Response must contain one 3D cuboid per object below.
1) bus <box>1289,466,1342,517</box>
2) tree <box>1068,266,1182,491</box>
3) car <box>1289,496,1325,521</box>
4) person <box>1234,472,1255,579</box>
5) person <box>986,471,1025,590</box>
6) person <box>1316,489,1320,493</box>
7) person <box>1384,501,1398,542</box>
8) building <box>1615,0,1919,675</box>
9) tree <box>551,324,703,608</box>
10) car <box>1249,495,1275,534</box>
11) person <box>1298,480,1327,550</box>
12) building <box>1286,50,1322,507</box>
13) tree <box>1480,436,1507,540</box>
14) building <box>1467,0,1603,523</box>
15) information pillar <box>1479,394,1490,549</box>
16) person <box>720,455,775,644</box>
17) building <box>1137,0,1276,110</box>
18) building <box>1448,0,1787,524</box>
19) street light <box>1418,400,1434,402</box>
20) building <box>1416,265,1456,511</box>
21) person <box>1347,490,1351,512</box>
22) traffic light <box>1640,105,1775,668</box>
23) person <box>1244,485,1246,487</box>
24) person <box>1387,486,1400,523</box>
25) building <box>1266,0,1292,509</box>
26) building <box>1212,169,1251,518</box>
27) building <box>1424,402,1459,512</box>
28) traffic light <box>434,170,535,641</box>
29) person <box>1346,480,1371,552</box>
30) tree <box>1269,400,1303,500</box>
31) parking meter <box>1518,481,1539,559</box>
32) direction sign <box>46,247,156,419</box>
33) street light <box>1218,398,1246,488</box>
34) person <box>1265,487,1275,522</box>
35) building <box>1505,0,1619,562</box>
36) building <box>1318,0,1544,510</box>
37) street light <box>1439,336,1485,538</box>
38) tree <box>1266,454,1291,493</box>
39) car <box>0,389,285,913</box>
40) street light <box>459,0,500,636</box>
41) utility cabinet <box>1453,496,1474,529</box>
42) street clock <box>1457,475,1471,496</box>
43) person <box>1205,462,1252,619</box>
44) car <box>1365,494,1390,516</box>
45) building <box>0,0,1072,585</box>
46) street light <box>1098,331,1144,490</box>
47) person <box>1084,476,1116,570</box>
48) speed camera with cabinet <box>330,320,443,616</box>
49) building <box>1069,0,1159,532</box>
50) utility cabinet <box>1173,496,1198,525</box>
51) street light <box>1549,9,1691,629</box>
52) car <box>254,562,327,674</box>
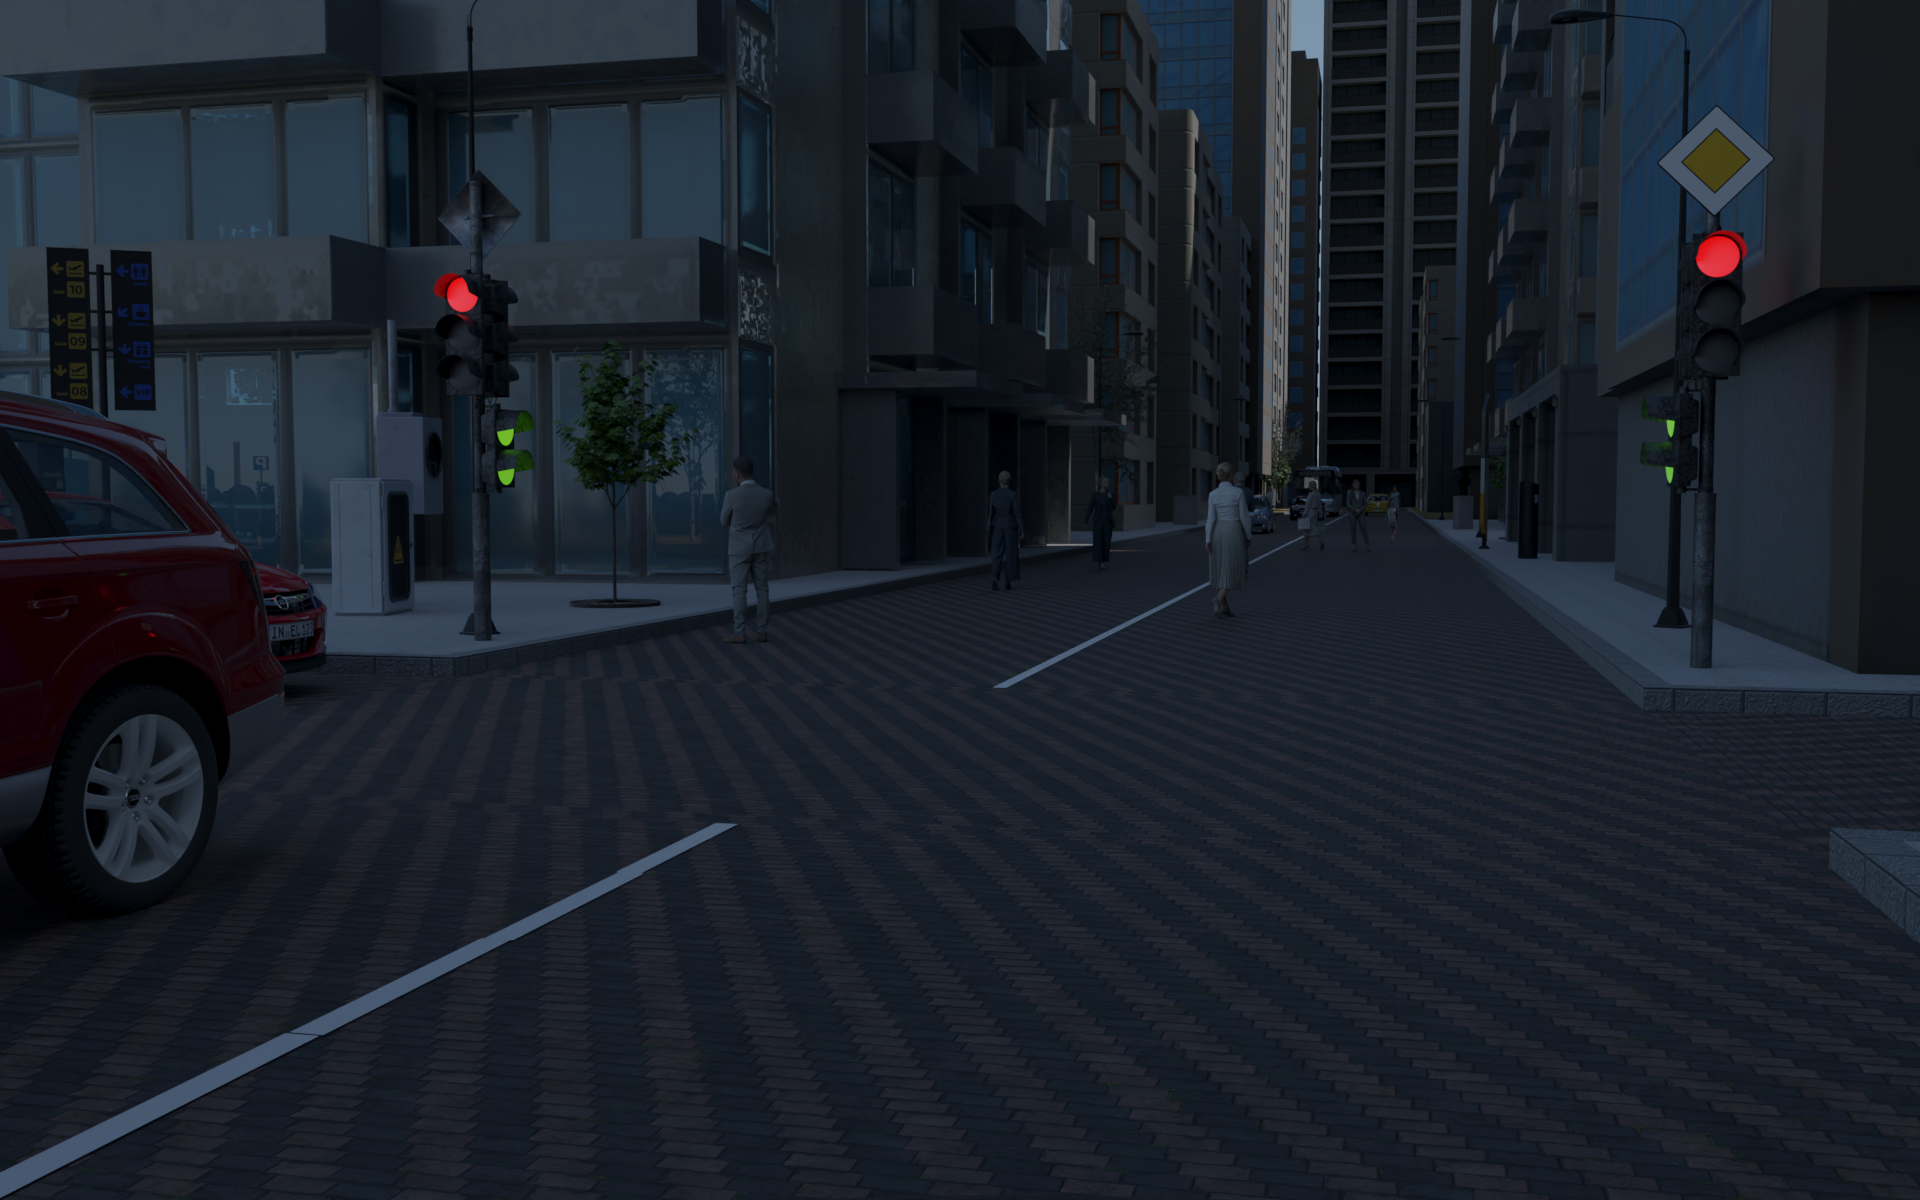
[{"bbox_3d":[23.152,-7.160,111.921,2.948,3.499,13.247,1,4,14],"label":"bus"},{"bbox_3d":[4.667,-6.453,55.877,4.360,8.622,3.978,0,3,0],"label":"tree"},{"bbox_3d":[18.978,-5.012,94.525,1.945,1.354,3.894,1,4,15],"label":"car"},{"bbox_3d":[4.663,-1.267,29.397,0.661,1.801,0.590,-2,4,-25],"label":"person"},{"bbox_3d":[0.680,-1.033,25.813,0.576,1.772,0.534,0,4,3],"label":"person"},{"bbox_3d":[20.406,-5.588,99.728,0.599,1.838,0.709,-2,4,-35],"label":"person"},{"bbox_3d":[12.896,-2.351,51.956,0.382,1.210,0.505,-3,4,-36],"label":"person"},{"bbox_3d":[14.470,-22.361,15.710,14.200,45.320,14.600,1,4,14],"label":"building"},{"bbox_3d":[-4.031,-1.536,19.723,1.663,3.219,1.824,0,3,0],"label":"tree"},{"bbox_3d":[10.626,-3.171,63.842,2.014,1.417,4.499,1,4,13],"label":"car"},{"bbox_3d":[9.031,-2.169,44.319,0.694,1.780,0.624,-2,4,-27],"label":"person"},{"bbox_3d":[29.315,-32.213,176.786,14.200,45.320,14.600,1,4,14],"label":"building"},{"bbox_3d":[15.818,-3.328,49.012,1.663,3.219,1.824,0,3,0],"label":"tree"},{"bbox_3d":[32.254,-27.266,65.410,23.786,49.044,30.456,1,4,14],"label":"building"},{"bbox_3d":[12.241,-2.999,40.394,0.183,3.616,0.504,2,4,28],"label":"information pillar"},{"bbox_3d":[-2.080,-0.494,16.764,0.511,1.800,0.466,-3,5,-45],"label":"person"},{"bbox_3d":[15.064,-28.997,124.205,14.600,45.320,14.200,1,4,14],"label":"building"},{"bbox_3d":[33.540,-26.938,90.551,14.600,45.320,14.200,1,4,14],"label":"building"},{"bbox_3d":[23.164,-6.882,85.054,1.470,5.913,1.316,1,4,14],"label":"street light"},{"bbox_3d":[52.155,-18.181,142.296,27.650,21.520,28.899,1,4,14],"label":"building"},{"bbox_3d":[30.765,-7.783,136.477,0.721,1.736,1.217,1,4,12],"label":"person"},{"bbox_3d":[5.464,-1.454,12.700,0.839,4.253,0.868,1,4,14],"label":"traffic light"},{"bbox_3d":[13.107,-4.360,79.882,0.850,1.850,0.679,-3,5,-44],"label":"person"},{"bbox_3d":[21.037,-4.613,84.010,0.616,1.811,0.778,2,4,25],"label":"person"},{"bbox_3d":[18.437,-43.770,153.890,20.611,71.187,20.563,1,4,14],"label":"building"},{"bbox_3d":[2.640,-15.951,105.836,27.650,21.520,28.899,1,4,14],"label":"building"},{"bbox_3d":[42.333,-48.833,111.091,22.319,86.520,31.000,1,4,14],"label":"building"},{"bbox_3d":[-4.163,-1.598,15.053,0.839,4.253,0.868,1,4,14],"label":"traffic light"},{"bbox_3d":[9.937,-2.103,43.153,0.520,1.790,0.573,-1,4,-13],"label":"person"},{"bbox_3d":[24.365,-11.223,133.859,4.360,8.622,3.978,0,3,0],"label":"tree"},{"bbox_3d":[11.291,-1.590,34.400,0.372,1.533,0.369,0,3,0],"label":"parking meter"},{"bbox_3d":[-7.953,-1.475,16.112,0.876,3.537,0.379,-1,4,-19],"label":"direction sign"},{"bbox_3d":[13.121,-6.819,84.035,1.470,5.913,1.316,1,4,14],"label":"street light"},{"bbox_3d":[15.433,-4.744,86.293,0.641,1.798,0.478,0,4,-1],"label":"person"},{"bbox_3d":[22.323,-36.358,32.705,20.563,71.187,20.611,1,4,14],"label":"building"},{"bbox_3d":[47.512,-45.090,175.469,20.611,71.187,20.563,1,4,14],"label":"building"},{"bbox_3d":[14.832,-4.799,51.011,1.470,5.913,1.316,1,4,14],"label":"street light"},{"bbox_3d":[25.003,-9.491,138.884,4.285,4.588,4.351,0,3,0],"label":"tree"},{"bbox_3d":[-4.148,0.240,4.753,2.281,1.827,5.304,1,4,15],"label":"car"},{"bbox_3d":[-3.873,-2.630,15.546,1.470,5.913,1.316,1,4,14],"label":"street light"},{"bbox_3d":[18.434,-3.199,63.463,0.306,1.237,1.020,3,5,44],"label":"utility cabinet"},{"bbox_3d":[19.330,-3.785,66.456,0.471,2.002,0.358,-1,4,-18],"label":"street clock"},{"bbox_3d":[3.059,-0.688,19.971,0.478,1.798,0.641,3,4,39],"label":"person"},{"bbox_3d":[27.289,-6.286,113.000,2.015,1.641,3.980,1,4,13],"label":"car"},{"bbox_3d":[-9.314,-25.563,37.570,23.786,49.044,30.456,1,4,14],"label":"building"},{"bbox_3d":[4.551,-4.717,49.664,1.470,5.913,1.316,1,4,14],"label":"street light"},{"bbox_3d":[2.677,-1.469,32.935,0.576,1.772,0.534,-2,4,-30],"label":"person"},{"bbox_3d":[-6.285,-1.514,19.090,0.660,3.252,2.038,0,4,1],"label":"speed camera with cabinet"},{"bbox_3d":[-4.365,-14.121,75.926,27.650,21.520,28.899,1,4,14],"label":"building"},{"bbox_3d":[9.450,-3.751,72.486,1.020,1.237,0.306,2,4,34],"label":"utility cabinet"},{"bbox_3d":[6.341,-2.697,16.644,1.470,5.913,1.316,1,4,14],"label":"street light"},{"bbox_3d":[-6.782,-0.218,12.604,4.494,1.783,2.155,1,4,15],"label":"car"}]
